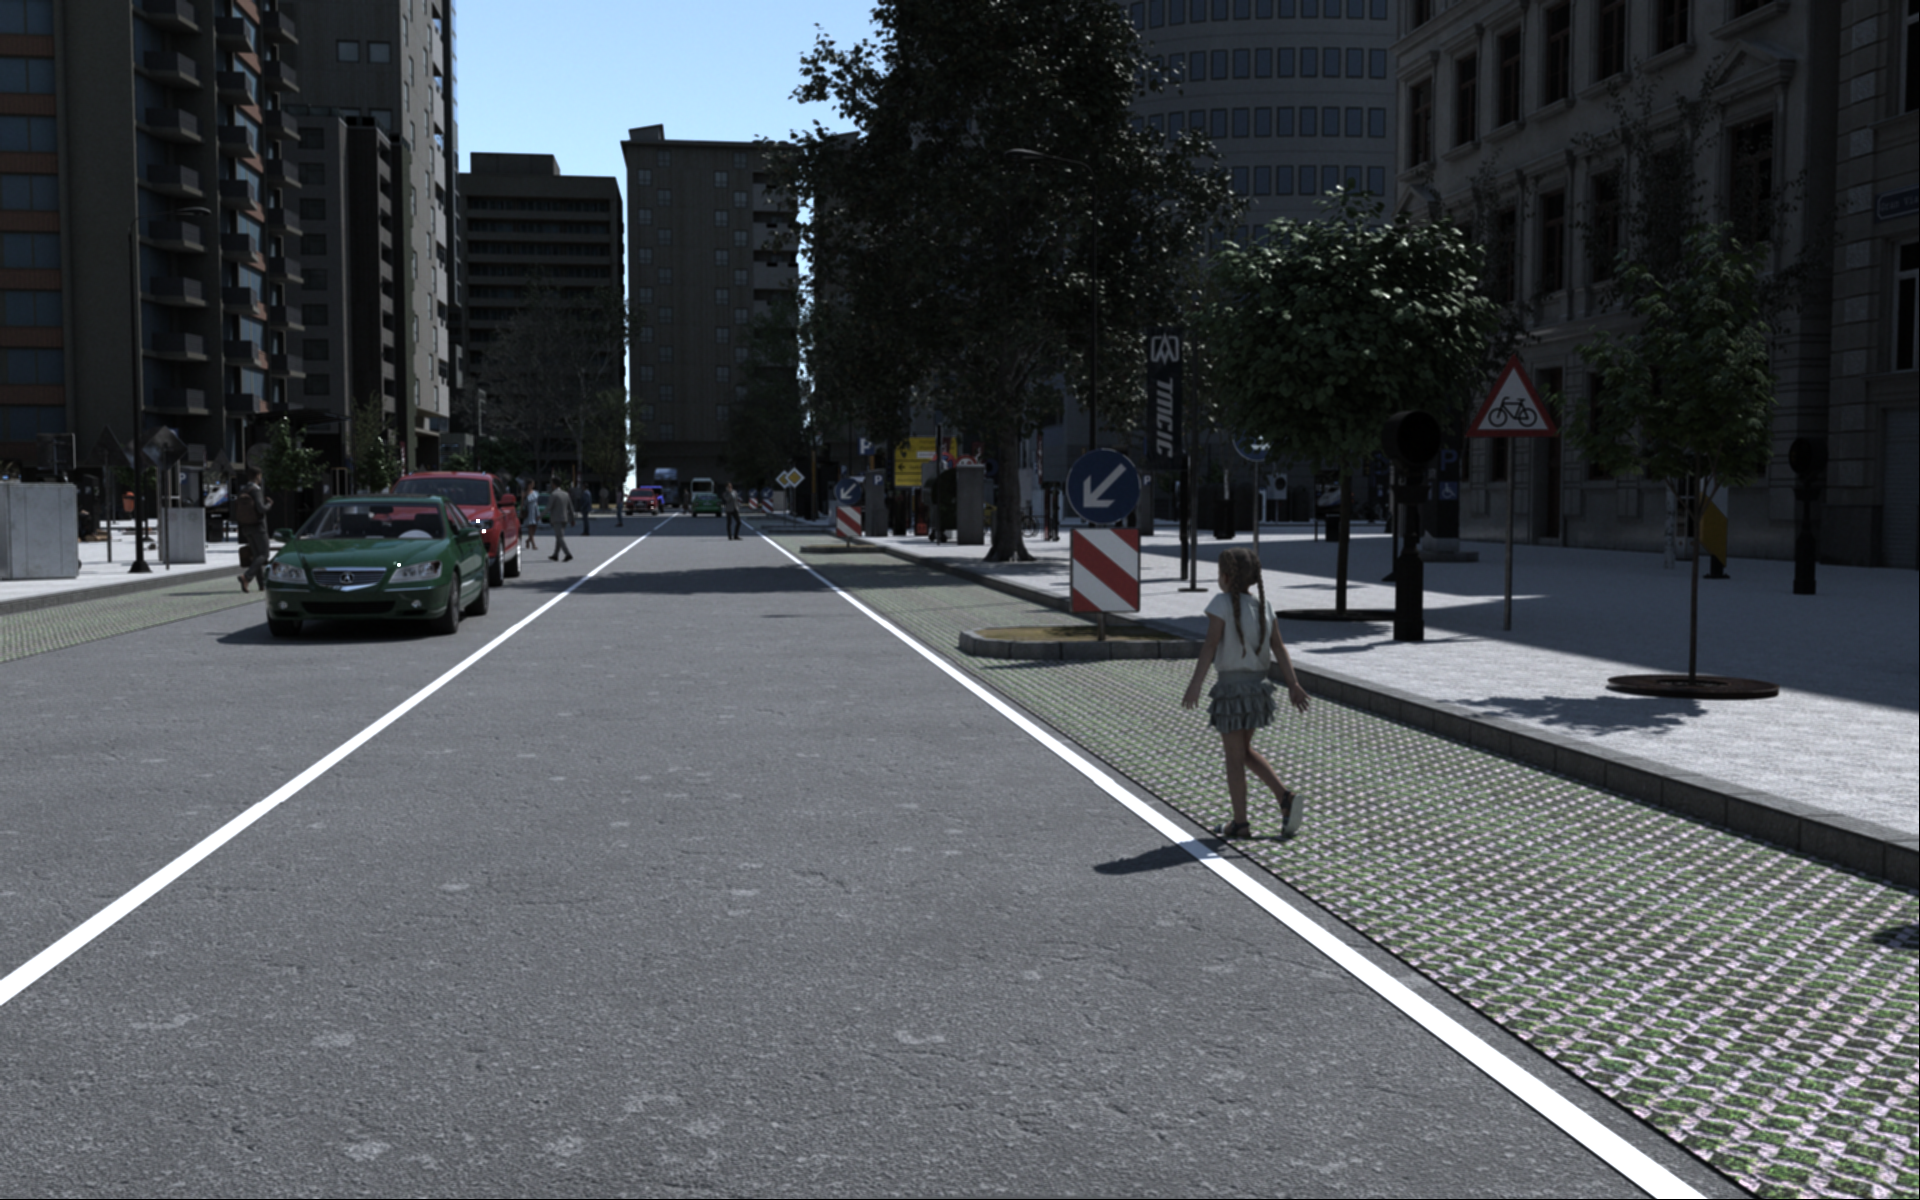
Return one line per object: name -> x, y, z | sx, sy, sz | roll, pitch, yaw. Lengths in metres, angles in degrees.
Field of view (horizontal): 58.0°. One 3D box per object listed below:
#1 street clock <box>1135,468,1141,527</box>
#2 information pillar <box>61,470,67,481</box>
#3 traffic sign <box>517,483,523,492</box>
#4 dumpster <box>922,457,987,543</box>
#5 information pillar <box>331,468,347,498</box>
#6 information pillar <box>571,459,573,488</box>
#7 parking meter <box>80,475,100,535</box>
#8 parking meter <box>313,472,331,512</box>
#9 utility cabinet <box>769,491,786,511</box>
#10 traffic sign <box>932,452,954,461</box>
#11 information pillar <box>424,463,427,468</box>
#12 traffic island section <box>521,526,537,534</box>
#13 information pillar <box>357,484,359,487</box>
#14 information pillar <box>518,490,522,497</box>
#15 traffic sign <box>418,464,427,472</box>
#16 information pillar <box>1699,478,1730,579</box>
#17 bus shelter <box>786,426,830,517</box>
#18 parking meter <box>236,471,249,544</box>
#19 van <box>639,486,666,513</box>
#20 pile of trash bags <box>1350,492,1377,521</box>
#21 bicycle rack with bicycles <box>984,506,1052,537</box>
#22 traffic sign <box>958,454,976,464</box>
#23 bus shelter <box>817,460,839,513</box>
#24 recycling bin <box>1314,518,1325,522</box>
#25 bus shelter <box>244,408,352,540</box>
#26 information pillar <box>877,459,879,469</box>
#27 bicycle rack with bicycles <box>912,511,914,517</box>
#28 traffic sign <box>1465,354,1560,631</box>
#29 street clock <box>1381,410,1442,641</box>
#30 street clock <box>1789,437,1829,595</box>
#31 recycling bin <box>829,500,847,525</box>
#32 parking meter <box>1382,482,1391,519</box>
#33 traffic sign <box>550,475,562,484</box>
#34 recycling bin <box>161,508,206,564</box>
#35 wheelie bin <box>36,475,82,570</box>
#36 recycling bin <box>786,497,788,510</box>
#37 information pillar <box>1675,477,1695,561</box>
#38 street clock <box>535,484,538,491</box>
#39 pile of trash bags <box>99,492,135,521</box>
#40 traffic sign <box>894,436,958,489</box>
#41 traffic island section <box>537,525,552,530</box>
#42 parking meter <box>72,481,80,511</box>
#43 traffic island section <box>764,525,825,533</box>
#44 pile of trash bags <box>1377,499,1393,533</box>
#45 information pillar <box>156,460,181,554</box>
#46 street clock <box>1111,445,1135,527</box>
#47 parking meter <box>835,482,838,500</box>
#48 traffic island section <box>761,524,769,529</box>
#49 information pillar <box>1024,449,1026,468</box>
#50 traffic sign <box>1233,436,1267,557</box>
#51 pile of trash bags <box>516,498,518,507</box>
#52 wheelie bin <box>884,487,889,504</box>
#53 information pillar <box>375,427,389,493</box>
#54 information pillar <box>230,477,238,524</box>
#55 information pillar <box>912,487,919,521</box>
street clock -> 4.755, -2.654, 47.961 | 0.471, 2.002, 0.358 | 3, 5, 45
information pillar -> -43.170, -5.634, 83.475 | 0.183, 3.616, 0.504 | 0, 4, -4
traffic sign -> -27.916, -6.752, 110.504 | 0.768, 2.556, 0.104 | 0, 4, 0
dumpster -> -0.145, -2.680, 46.306 | 1.502, 2.255, 1.985 | -1, 4, -8
information pillar -> -17.508, -2.715, 48.879 | 0.304, 2.012, 0.304 | 3, 4, 38
information pillar -> -26.113, -7.665, 116.678 | 0.183, 3.616, 0.504 | -1, 4, -8
parking meter -> -26.080, -2.833, 52.037 | 0.399, 1.863, 0.255 | 1, 4, 14
parking meter -> -15.878, -2.290, 43.151 | 0.255, 1.863, 0.399 | 1, 4, 16
utility cabinet -> -15.092, -8.269, 143.876 | 1.173, 1.500, 0.318 | -1, 4, -21
traffic sign -> -0.489, -3.170, 51.929 | 0.768, 2.556, 0.104 | 0, 4, -6
information pillar -> -40.602, -8.561, 131.334 | 0.504, 3.616, 0.183 | 2, 4, 26
traffic island section -> -16.515, -2.460, 62.497 | 2.009, 0.180, 2.903 | -1, 4, -8
information pillar -> -33.078, -5.547, 95.180 | 0.304, 2.012, 0.304 | -1, 4, -15
information pillar -> -33.992, -7.909, 133.798 | 0.304, 2.012, 0.304 | -1, 4, -9
traffic sign -> -22.911, -4.516, 73.846 | 0.884, 2.594, 0.081 | 0, 4, -3
information pillar -> 11.422, -2.130, 26.181 | 0.504, 3.616, 0.183 | -1, 4, -21
bus shelter -> -8.802, -7.449, 99.428 | 2.179, 5.291, 8.768 | -1, 4, -8
parking meter -> -18.339, -2.372, 44.485 | 0.399, 1.863, 0.255 | -1, 4, -13
van -> -23.161, -7.676, 129.883 | 2.240, 2.365, 5.245 | -1, 4, -10
pile of trash bags -> 19.576, -4.625, 85.368 | 1.912, 1.369, 3.447 | 0, 4, -4
bicycle rack with bicycles -> 1.536, -2.395, 52.541 | 2.852, 0.926, 2.925 | -2, 4, -31
traffic sign -> 0.191, -3.403, 55.744 | 0.768, 2.556, 0.104 | 0, 4, -3
bus shelter -> -9.344, -7.819, 119.131 | 1.731, 3.624, 6.357 | -1, 4, -8
recycling bin -> 16.593, -4.053, 78.814 | 0.722, 1.027, 0.722 | -2, 4, -23
bus shelter -> -19.082, -3.609, 50.284 | 1.731, 3.624, 6.357 | -1, 4, -8
information pillar -> -5.459, -7.588, 115.415 | 0.183, 3.616, 0.504 | -1, 4, -8
bicycle rack with bicycles -> -2.134, -5.033, 95.667 | 2.925, 0.926, 2.852 | 0, 4, 5
traffic sign -> 5.150, -0.992, 16.218 | 0.884, 2.594, 0.081 | 0, 4, -1
street clock -> 3.931, -0.645, 15.120 | 0.471, 2.002, 0.358 | -1, 4, -21
street clock -> 10.810, -1.073, 22.113 | 0.358, 2.002, 0.471 | -1, 4, -11
recycling bin -> -5.021, -3.615, 71.666 | 0.722, 1.027, 0.722 | -1, 4, -15
parking meter -> 21.112, -4.892, 85.693 | 0.399, 1.863, 0.255 | -3, 4, -38
traffic sign -> -26.825, -7.027, 114.991 | 0.768, 2.556, 0.104 | 0, 4, -4
recycling bin -> -14.394, -1.197, 32.133 | 0.722, 1.027, 0.722 | -1, 4, -23
wheelie bin -> -14.904, -1.255, 28.435 | 0.980, 1.594, 0.693 | 2, 4, 25
recycling bin -> -14.588, -7.922, 142.080 | 0.722, 1.027, 0.722 | -2, 4, -34
information pillar -> 13.965, -1.758, 33.232 | 0.304, 2.012, 0.304 | -1, 4, -18
street clock -> -31.931, -7.717, 130.747 | 0.358, 2.002, 0.471 | -2, 4, -25
pile of trash bags -> -40.754, -4.508, 83.457 | 3.447, 1.369, 1.912 | 3, 4, 37
traffic sign -> -1.190, -4.087, 60.702 | 2.265, 3.308, 0.079 | 0, 4, -2
traffic island section -> -17.681, -2.943, 70.396 | 2.009, 0.180, 2.903 | -1, 4, -8
parking meter -> -38.590, -4.285, 75.771 | 0.399, 1.863, 0.255 | -2, 4, -31
traffic island section -> -6.085, -2.553, 64.026 | 2.009, 0.180, 2.903 | -1, 4, -8
pile of trash bags -> 15.800, -2.881, 56.861 | 3.447, 1.369, 1.912 | -1, 4, -20
information pillar -> -15.258, -1.768, 33.406 | 0.304, 2.012, 0.304 | 1, 4, 15
street clock -> 2.352, -1.287, 25.608 | 0.358, 2.002, 0.471 | 1, 4, 8
parking meter -> -5.613, -4.598, 80.885 | 0.255, 1.863, 0.399 | 3, 5, 43
traffic island section -> -7.252, -3.036, 71.926 | 2.009, 0.180, 2.903 | -1, 4, -8
information pillar -> 3.422, -6.041, 90.122 | 0.183, 3.616, 0.504 | 2, 4, 34
traffic sign -> 4.564, -1.624, 26.658 | 0.768, 2.556, 0.104 | 0, 4, 0
pile of trash bags -> -37.322, -8.016, 140.811 | 1.912, 1.369, 3.447 | 2, 4, 30
wheelie bin -> -3.329, -4.221, 76.914 | 0.693, 1.594, 0.980 | -1, 4, -15
information pillar -> -20.244, -4.242, 60.713 | 0.183, 3.616, 0.504 | 3, 5, 43
information pillar -> -30.642, -4.199, 73.150 | 0.304, 2.012, 0.304 | -1, 4, -14
information pillar -> -2.163, -5.641, 83.581 | 0.504, 3.616, 0.183 | -3, 4, -38
